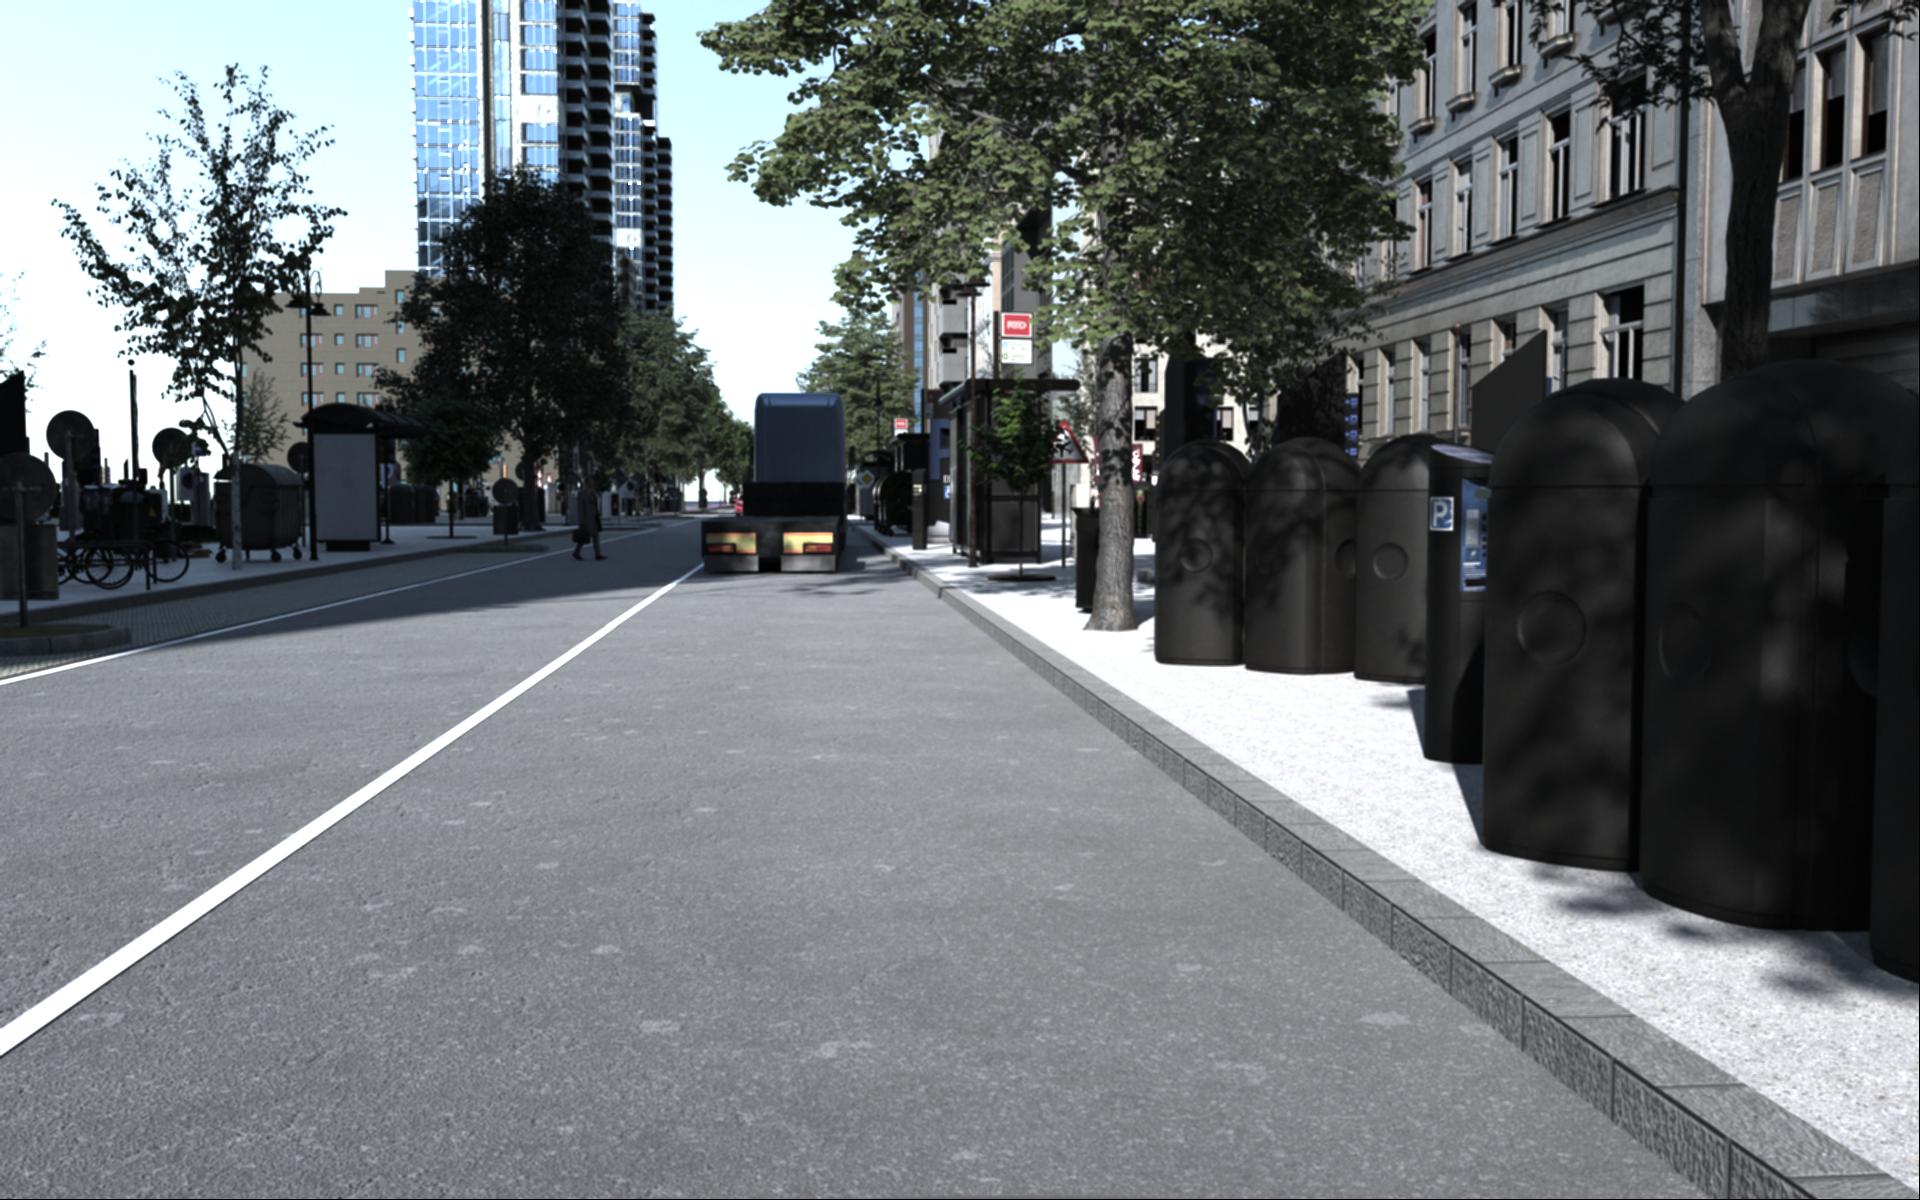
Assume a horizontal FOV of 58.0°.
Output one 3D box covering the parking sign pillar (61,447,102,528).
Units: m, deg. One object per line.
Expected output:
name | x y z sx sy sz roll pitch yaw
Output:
parking sign pillar | -33.564 -4.754 66.193 1.447 3.967 1.447 -1 4 -13

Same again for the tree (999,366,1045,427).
tree | 2.808 -9.184 100.518 4.737 8.622 4.395 0 3 0

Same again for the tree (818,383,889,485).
tree | -11.102 -15.964 171.382 12.009 13.543 11.850 0 3 0

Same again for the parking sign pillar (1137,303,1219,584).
parking sign pillar | 3.306 -2.244 25.158 1.447 3.967 1.447 0 4 -5

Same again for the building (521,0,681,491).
building | -56.836 -59.306 282.316 22.319 86.520 31.000 0 4 -5

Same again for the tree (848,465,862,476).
tree | -18.095 -19.727 248.297 9.928 11.665 9.643 0 3 0

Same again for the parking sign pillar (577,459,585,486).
parking sign pillar | -29.501 -8.991 135.474 1.447 3.967 1.447 1 4 9

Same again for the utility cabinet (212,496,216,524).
utility cabinet | -31.952 -3.926 75.347 1.020 1.237 0.306 -2 4 -29

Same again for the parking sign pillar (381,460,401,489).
parking sign pillar | -35.504 -7.318 108.118 1.447 3.967 1.447 2 4 31

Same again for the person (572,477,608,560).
person | -8.045 -1.775 37.620 0.767 1.812 0.694 2 4 24

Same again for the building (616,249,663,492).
building | -60.467 -34.432 254.843 32.217 40.220 23.993 0 4 -5

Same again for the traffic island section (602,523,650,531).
traffic island section | -13.558 -2.842 68.752 2.009 0.180 2.903 0 4 -5

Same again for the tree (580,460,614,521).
tree | -17.352 -5.472 84.061 1.663 3.219 1.824 0 3 0

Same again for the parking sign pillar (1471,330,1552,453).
parking sign pillar | 9.253 -2.483 29.067 1.447 3.967 1.447 -3 5 -43

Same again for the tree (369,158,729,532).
tree | -14.900 -8.710 59.414 9.611 12.733 9.660 0 3 0

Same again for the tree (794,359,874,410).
tree | -14.065 -22.166 218.307 12.611 20.169 13.585 0 3 0

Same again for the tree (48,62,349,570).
tree | -12.509 -4.819 29.149 4.737 8.622 4.395 0 3 0

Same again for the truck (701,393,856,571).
truck | -3.932 -3.083 40.173 2.967 4.110 18.799 0 4 -3

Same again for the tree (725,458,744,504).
tree | -30.374 -16.940 227.325 4.360 8.622 3.978 0 3 0

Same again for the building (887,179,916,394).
building | 2.749 -42.515 284.362 28.713 52.752 27.495 0 4 -5

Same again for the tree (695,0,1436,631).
tree | 1.358 -6.015 16.466 7.486 12.596 7.792 0 3 0

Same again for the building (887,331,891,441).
building | -6.010 -32.641 305.376 14.160 30.474 14.107 0 4 -5

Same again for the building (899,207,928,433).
building | -2.038 -37.503 263.277 14.600 45.320 14.200 0 4 -5

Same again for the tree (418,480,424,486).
tree | -37.712 -10.455 121.301 4.737 8.622 4.395 0 3 0

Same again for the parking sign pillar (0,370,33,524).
parking sign pillar | -20.961 -3.007 37.632 1.447 3.967 1.447 -1 4 -15

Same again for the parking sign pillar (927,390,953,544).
parking sign pillar | -0.167 -3.439 44.694 1.447 3.967 1.447 2 4 29

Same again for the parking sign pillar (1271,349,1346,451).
parking sign pillar | 6.458 -2.672 32.163 1.447 3.967 1.447 -1 4 -12

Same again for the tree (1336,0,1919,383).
tree | 2.918 -4.421 6.704 7.601 10.594 8.767 -3 5 -40

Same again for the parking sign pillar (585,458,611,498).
parking sign pillar | -25.856 -8.345 124.910 1.447 3.967 1.447 0 4 8

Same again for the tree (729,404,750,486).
tree | -24.987 -15.236 166.115 9.611 12.733 9.660 0 3 0

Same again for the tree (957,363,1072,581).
tree | 0.779 -1.910 25.825 1.663 3.219 1.824 0 3 0

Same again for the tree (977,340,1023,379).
tree | 1.816 -7.905 79.616 4.360 8.622 3.978 0 3 0

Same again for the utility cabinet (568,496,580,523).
utility cabinet | -16.718 -3.984 76.301 1.020 1.237 0.306 0 4 -6

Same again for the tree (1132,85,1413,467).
tree | 5.254 -4.816 29.107 4.360 8.622 3.978 0 3 0

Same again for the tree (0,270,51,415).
tree | -30.037 -6.262 52.754 4.360 8.622 3.978 0 3 0

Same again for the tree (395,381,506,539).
tree | -14.933 -4.080 50.420 4.285 4.588 4.351 0 3 0

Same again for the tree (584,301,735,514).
tree | -20.406 -12.638 113.284 9.857 13.997 8.962 0 3 0

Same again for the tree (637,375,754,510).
tree | -23.221 -13.324 143.606 9.928 11.665 9.643 0 3 0

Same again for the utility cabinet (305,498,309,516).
utility cabinet | -37.116 -5.445 97.706 0.318 1.500 1.173 0 4 8

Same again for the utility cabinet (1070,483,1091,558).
utility cabinet | 2.394 -1.590 34.676 0.318 1.500 1.173 0 4 -1

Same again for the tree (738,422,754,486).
tree | -37.572 -24.571 308.396 9.857 13.997 8.962 0 3 0

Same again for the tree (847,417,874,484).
tree | -7.544 -11.115 132.086 4.737 8.622 4.395 0 3 0

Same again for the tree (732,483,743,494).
tree | -33.351 -16.165 258.899 1.663 3.219 1.824 0 3 0

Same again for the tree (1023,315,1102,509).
tree | 5.199 -7.235 68.647 4.360 8.622 3.978 0 3 0

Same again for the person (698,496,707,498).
person | -34.062 -13.451 229.152 1.217 1.736 0.721 -1 4 -9

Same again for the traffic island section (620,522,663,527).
traffic island section | -14.262 -3.329 76.707 2.009 0.180 2.903 0 4 -5
